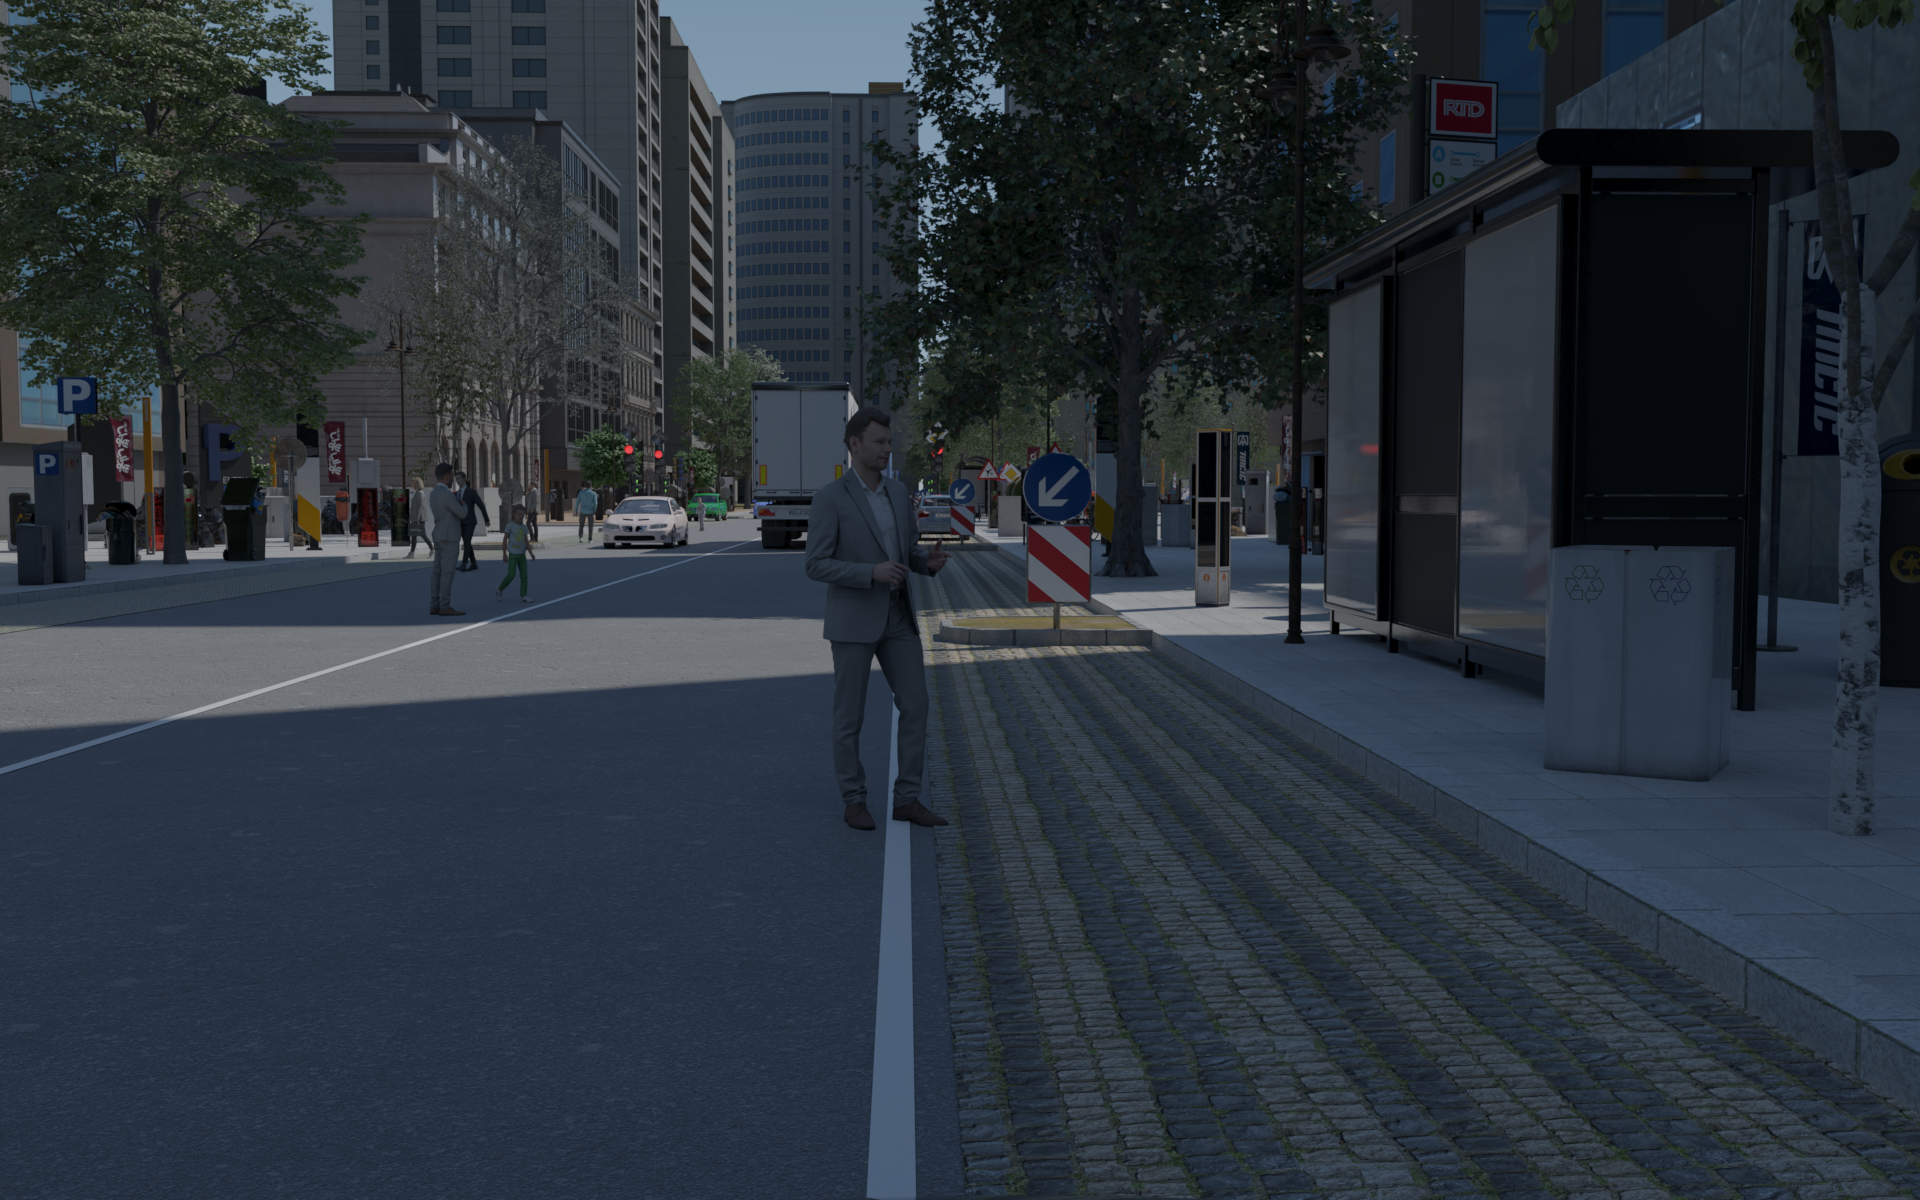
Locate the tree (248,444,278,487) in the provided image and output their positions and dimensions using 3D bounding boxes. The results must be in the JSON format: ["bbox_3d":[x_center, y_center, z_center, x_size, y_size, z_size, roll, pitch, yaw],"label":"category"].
[{"bbox_3d":[-24.424,-3.974,59.575,1.663,3.219,1.824,0,3,0],"label":"tree"}]

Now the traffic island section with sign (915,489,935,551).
[{"bbox_3d":[-0.073,-2.172,44.144,1.989,1.847,2.006,0,4,-2],"label":"traffic island section with sign"}]

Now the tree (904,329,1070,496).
[{"bbox_3d":[1.763,-10.042,82.308,7.486,12.596,7.792,0,3,0],"label":"tree"}]

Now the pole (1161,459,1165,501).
[{"bbox_3d":[11.651,-6.467,99.578,0.158,3.312,0.155,0,3,0],"label":"pole"}]

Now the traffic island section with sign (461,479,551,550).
[{"bbox_3d":[-11.664,-2.210,44.756,1.989,1.847,2.006,0,4,-2],"label":"traffic island section with sign"}]

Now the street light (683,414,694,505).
[{"bbox_3d":[-15.764,-7.826,100.751,0.468,5.910,1.993,0,4,-2],"label":"street light"}]

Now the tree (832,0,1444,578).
[{"bbox_3d":[2.723,-6.719,26.866,9.611,12.733,9.660,0,3,0],"label":"tree"}]

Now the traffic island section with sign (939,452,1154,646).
[{"bbox_3d":[0.796,-0.522,17.166,1.989,1.847,2.006,0,4,-2],"label":"traffic island section with sign"}]

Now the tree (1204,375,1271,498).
[{"bbox_3d":[16.114,-8.941,96.541,4.360,8.622,3.978,0,3,0],"label":"tree"}]

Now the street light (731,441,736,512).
[{"bbox_3d":[-16.568,-9.398,126.440,0.468,5.910,1.993,0,4,-2],"label":"street light"}]

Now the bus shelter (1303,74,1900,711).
[{"bbox_3d":[4.233,-2.244,14.314,2.179,5.291,8.768,0,4,-2],"label":"bus shelter"}]

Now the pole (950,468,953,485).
[{"bbox_3d":[-0.627,-7.920,123.330,0.158,3.312,0.155,0,3,0],"label":"pole"}]

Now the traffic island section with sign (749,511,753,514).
[{"bbox_3d":[-14.289,-7.194,126.250,1.989,1.847,2.006,0,4,-2],"label":"traffic island section with sign"}]

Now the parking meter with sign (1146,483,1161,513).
[{"bbox_3d":[13.104,-7.520,119.205,1.738,3.016,0.543,1,4,11],"label":"parking meter with sign"}]

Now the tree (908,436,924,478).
[{"bbox_3d":[-3.668,-17.009,212.506,7.601,10.594,8.767,-3,5,-42],"label":"tree"}]

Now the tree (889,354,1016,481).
[{"bbox_3d":[-0.434,-13.804,136.060,12.009,13.543,11.850,0,3,0],"label":"tree"}]

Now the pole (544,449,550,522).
[{"bbox_3d":[-18.876,-5.217,79.140,0.158,3.312,0.155,0,3,0],"label":"pole"}]

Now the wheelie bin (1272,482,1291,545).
[{"bbox_3d":[8.255,-2.189,43.704,0.693,1.594,0.980,1,4,17],"label":"wheelie bin"}]

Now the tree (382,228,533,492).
[{"bbox_3d":[-14.330,-6.023,48.846,4.360,8.622,3.978,0,3,0],"label":"tree"}]

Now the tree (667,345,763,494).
[{"bbox_3d":[-16.682,-11.906,120.418,9.928,11.665,9.643,0,3,0],"label":"tree"}]

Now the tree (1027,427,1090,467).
[{"bbox_3d":[2.695,-3.421,50.541,1.663,3.219,1.824,0,3,0],"label":"tree"}]

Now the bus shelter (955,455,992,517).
[{"bbox_3d":[0.848,-6.050,92.849,2.014,3.302,5.546,0,4,-2],"label":"bus shelter"}]

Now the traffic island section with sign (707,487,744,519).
[{"bbox_3d":[-13.420,-5.546,99.308,1.989,1.847,2.006,0,4,-2],"label":"traffic island section with sign"}]

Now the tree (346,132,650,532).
[{"bbox_3d":[-15.211,-9.038,58.146,12.009,13.543,11.850,0,3,0],"label":"tree"}]

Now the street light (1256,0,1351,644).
[{"bbox_3d":[2.879,-2.565,14.728,0.468,5.910,1.993,0,4,-2],"label":"street light"}]

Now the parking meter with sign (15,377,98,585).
[{"bbox_3d":[-13.092,-1.762,25.076,0.543,3.016,1.738,0,4,-5],"label":"parking meter with sign"}]

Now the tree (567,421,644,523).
[{"bbox_3d":[-15.952,-5.771,78.062,4.285,4.588,4.351,0,3,0],"label":"tree"}]

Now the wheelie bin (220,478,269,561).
[{"bbox_3d":[-13.762,-1.553,33.298,0.980,1.594,0.693,1,4,10],"label":"wheelie bin"}]

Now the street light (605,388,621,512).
[{"bbox_3d":[-14.965,-6.236,74.752,0.468,5.910,1.993,0,4,-2],"label":"street light"}]

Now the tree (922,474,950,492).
[{"bbox_3d":[-1.986,-11.390,169.942,4.285,4.588,4.351,0,3,0],"label":"tree"}]

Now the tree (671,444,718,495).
[{"bbox_3d":[-17.286,-7.928,113.340,4.285,4.588,4.351,0,3,0],"label":"tree"}]

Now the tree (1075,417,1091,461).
[{"bbox_3d":[11.328,-10.886,128.346,4.360,8.622,3.978,0,3,0],"label":"tree"}]

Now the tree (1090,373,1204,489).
[{"bbox_3d":[10.238,-8.840,94.894,4.360,8.622,3.978,0,3,0],"label":"tree"}]

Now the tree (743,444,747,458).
[{"bbox_3d":[-19.190,-17.337,193.827,12.009,13.543,11.850,0,3,0],"label":"tree"}]

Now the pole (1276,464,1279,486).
[{"bbox_3d":[21.387,-7.509,116.610,0.158,3.312,0.155,0,3,0],"label":"pole"}]

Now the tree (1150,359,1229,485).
[{"bbox_3d":[18.977,-13.746,142.871,7.486,12.596,7.792,0,3,0],"label":"tree"}]

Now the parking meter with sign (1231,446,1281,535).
[{"bbox_3d":[9.379,-3.573,54.673,1.738,3.016,0.543,2,4,24],"label":"parking meter with sign"}]

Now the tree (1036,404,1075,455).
[{"bbox_3d":[8.198,-11.691,141.516,4.360,8.622,3.978,0,3,0],"label":"tree"}]

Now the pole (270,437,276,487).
[{"bbox_3d":[-24.595,-4.172,62.053,0.158,3.312,0.155,0,3,0],"label":"pole"}]

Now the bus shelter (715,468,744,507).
[{"bbox_3d":[-18.417,-8.790,137.645,2.014,3.302,5.546,0,4,-2],"label":"bus shelter"}]

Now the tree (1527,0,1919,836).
[{"bbox_3d":[3.194,-3.413,6.166,4.737,8.622,4.395,0,3,0],"label":"tree"}]

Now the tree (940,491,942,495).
[{"bbox_3d":[-2.240,-14.256,183.454,4.737,8.622,4.395,0,3,0],"label":"tree"}]

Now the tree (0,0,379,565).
[{"bbox_3d":[-14.816,-6.925,31.351,7.486,12.596,7.792,0,3,0],"label":"tree"}]

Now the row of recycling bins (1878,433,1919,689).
[{"bbox_3d":[7.135,-0.212,10.579,1.069,1.692,3.534,-2,4,-28],"label":"row of recycling bins"}]

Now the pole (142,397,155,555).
[{"bbox_3d":[-17.110,-2.611,36.526,0.158,3.312,0.155,0,3,0],"label":"pole"}]

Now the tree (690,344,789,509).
[{"bbox_3d":[-18.262,-14.795,148.555,9.857,13.997,8.962,0,3,0],"label":"tree"}]
